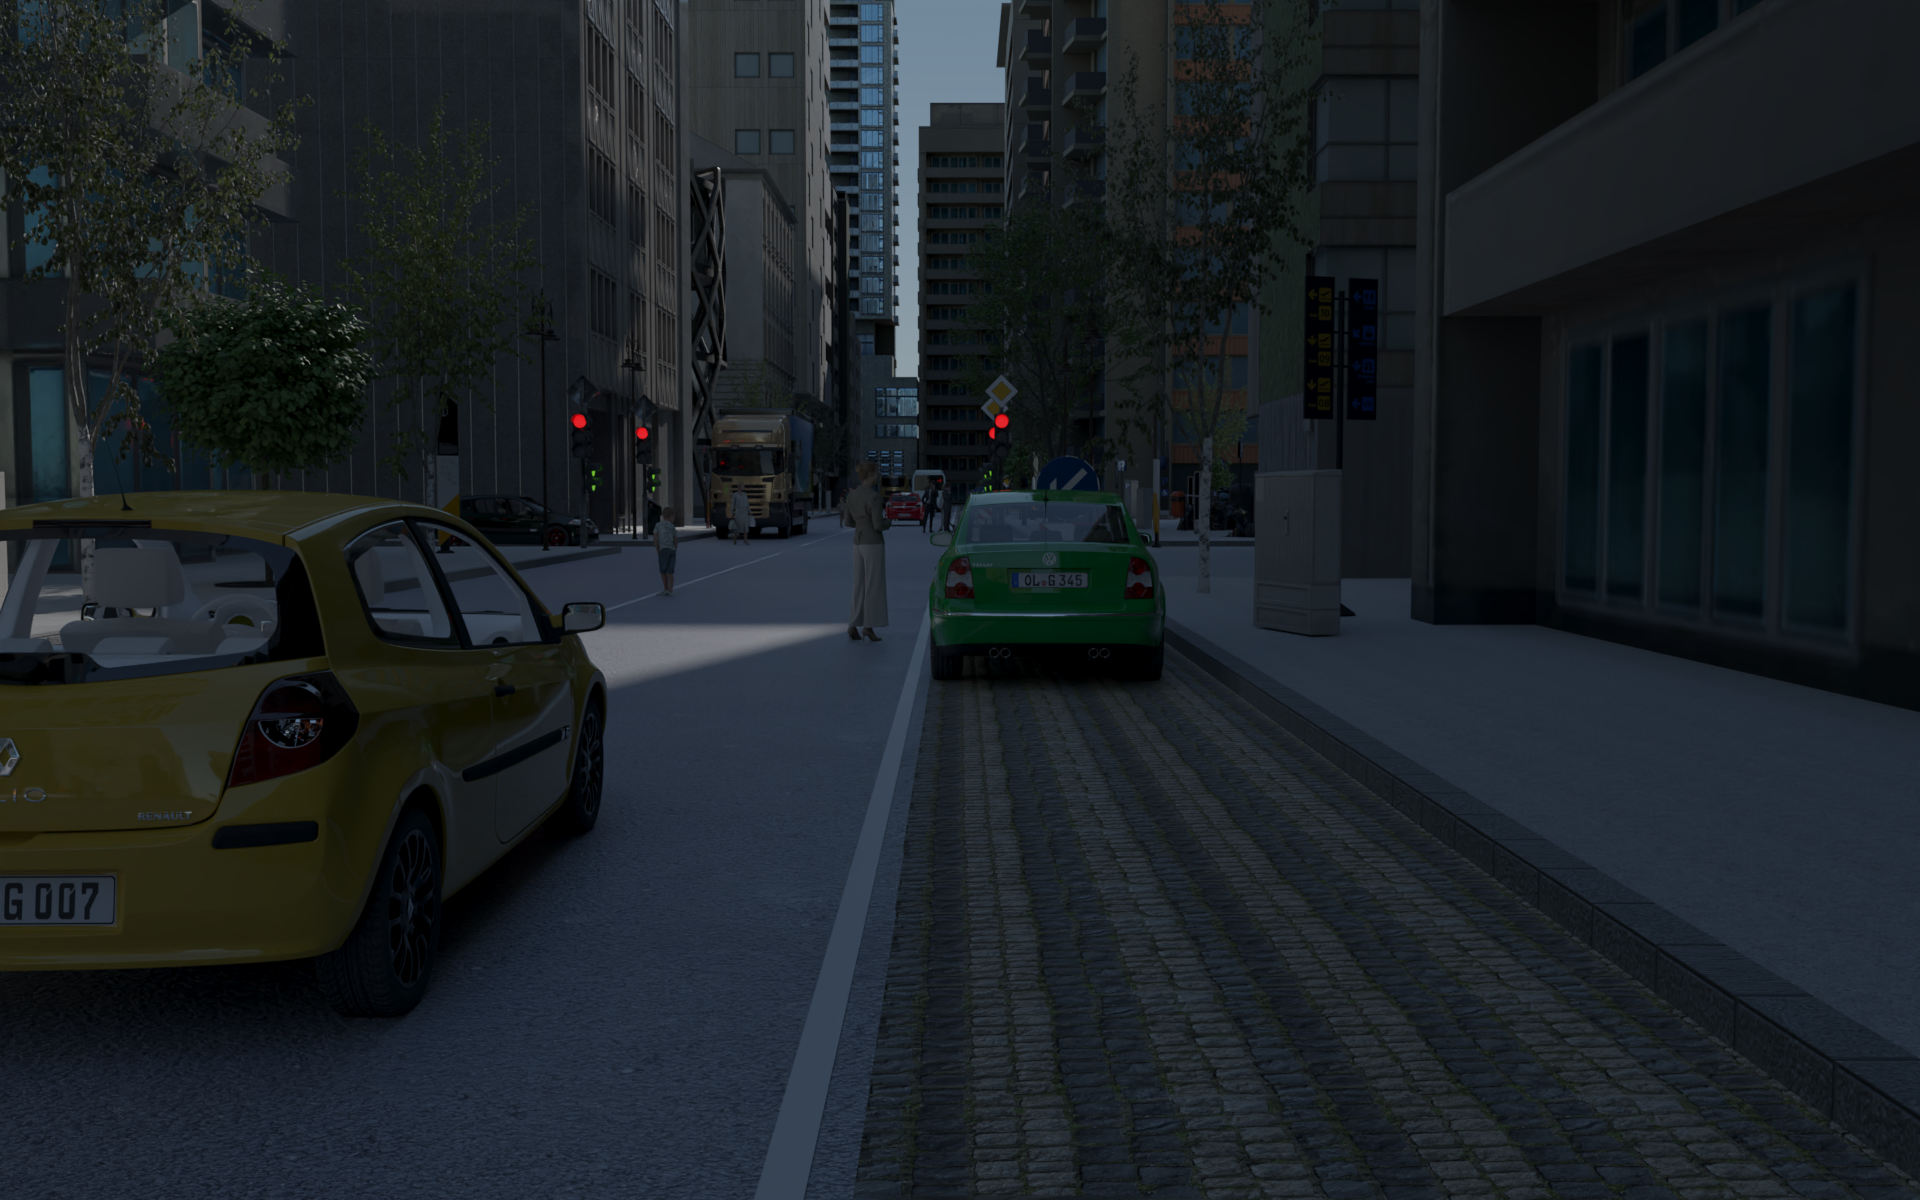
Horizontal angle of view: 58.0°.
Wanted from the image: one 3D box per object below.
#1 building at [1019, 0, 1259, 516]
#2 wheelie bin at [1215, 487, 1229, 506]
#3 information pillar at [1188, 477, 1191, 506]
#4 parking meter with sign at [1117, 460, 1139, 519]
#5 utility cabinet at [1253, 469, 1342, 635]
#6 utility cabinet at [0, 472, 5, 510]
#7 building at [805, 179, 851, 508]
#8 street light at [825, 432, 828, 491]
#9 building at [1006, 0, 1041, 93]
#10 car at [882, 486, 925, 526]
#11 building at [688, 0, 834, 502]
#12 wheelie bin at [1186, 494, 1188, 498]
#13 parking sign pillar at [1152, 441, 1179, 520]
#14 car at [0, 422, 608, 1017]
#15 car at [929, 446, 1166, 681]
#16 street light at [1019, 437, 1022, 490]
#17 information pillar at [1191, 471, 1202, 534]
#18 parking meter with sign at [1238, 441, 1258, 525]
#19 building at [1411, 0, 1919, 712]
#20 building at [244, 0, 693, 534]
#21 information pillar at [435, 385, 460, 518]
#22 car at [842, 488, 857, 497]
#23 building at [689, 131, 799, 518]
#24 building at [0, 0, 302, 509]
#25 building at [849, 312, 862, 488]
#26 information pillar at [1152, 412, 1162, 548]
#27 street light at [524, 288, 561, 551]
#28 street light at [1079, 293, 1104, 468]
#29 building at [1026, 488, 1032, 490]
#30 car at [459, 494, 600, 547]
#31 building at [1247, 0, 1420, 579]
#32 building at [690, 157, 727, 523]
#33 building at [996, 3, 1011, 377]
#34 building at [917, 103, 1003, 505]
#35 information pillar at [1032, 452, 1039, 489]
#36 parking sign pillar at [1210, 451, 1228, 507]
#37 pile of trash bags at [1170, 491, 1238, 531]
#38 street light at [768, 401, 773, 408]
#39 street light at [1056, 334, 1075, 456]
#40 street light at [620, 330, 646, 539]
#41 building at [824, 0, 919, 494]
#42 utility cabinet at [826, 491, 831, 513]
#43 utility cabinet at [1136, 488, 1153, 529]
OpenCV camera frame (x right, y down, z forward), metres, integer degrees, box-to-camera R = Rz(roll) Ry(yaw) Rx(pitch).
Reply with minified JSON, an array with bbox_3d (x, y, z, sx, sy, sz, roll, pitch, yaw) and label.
[{"bbox_3d":[14.958,-27.772,108.691,22.147,44.769,28.867,0,3,0],"label":"building"},{"bbox_3d":[11.137,-3.989,73.132,0.693,1.594,0.980,-1,4,-17],"label":"wheelie bin"},{"bbox_3d":[9.852,-4.211,73.338,0.304,2.012,0.304,-3,5,-44],"label":"information pillar"},{"bbox_3d":[8.946,-5.739,90.095,0.543,3.016,1.738,3,5,44],"label":"parking meter with sign"},{"bbox_3d":[3.106,-0.451,16.049,0.318,1.500,1.173,-1,4,-16],"label":"utility cabinet"},{"bbox_3d":[-9.634,-0.496,16.794,0.318,1.500,1.173,-1,4,-10],"label":"utility cabinet"},{"bbox_3d":[-17.478,-23.643,158.256,14.160,30.474,14.107,0,3,0],"label":"building"},{"bbox_3d":[-9.380,-9.155,122.474,0.468,5.910,1.993,0,3,0],"label":"street light"},{"bbox_3d":[15.193,-32.811,160.162,21.300,48.544,21.600,0,3,0],"label":"building"},{"bbox_3d":[-2.494,-4.278,78.982,2.155,1.783,4.494,0,4,-1],"label":"car"},{"bbox_3d":[-24.417,-33.491,136.813,28.713,52.752,27.495,0,3,0],"label":"building"},{"bbox_3d":[11.217,-4.564,82.531,0.980,1.594,0.693,2,4,25],"label":"wheelie bin"},{"bbox_3d":[10.309,-6.044,87.293,1.447,3.967,1.447,0,4,5],"label":"parking sign pillar"},{"bbox_3d":[-2.373,0.249,6.156,2.015,1.641,3.980,0,4,-1],"label":"car"},{"bbox_3d":[0.694,-0.356,14.618,1.959,1.807,4.718,0,4,1],"label":"car"},{"bbox_3d":[3.032,-6.982,86.949,0.468,5.910,1.993,0,3,0],"label":"street light"},{"bbox_3d":[7.767,-3.146,55.936,0.304,2.012,0.304,-2,4,-30],"label":"information pillar"},{"bbox_3d":[10.073,-3.726,57.175,1.738,3.016,0.543,1,4,18],"label":"parking meter with sign"},{"bbox_3d":[15.288,-23.373,5.859,21.300,48.544,21.600,0,3,0],"label":"building"},{"bbox_3d":[-16.699,-14.722,58.733,12.078,24.808,19.932,0,3,0],"label":"building"},{"bbox_3d":[-11.094,-2.820,37.465,0.504,3.616,0.183,-3,5,-43],"label":"information pillar"},{"bbox_3d":[-6.298,-6.145,109.137,2.281,1.827,5.304,0,4,-2],"label":"car"},{"bbox_3d":[-15.142,-15.428,101.406,9.793,20.994,18.267,0,3,0],"label":"building"},{"bbox_3d":[-27.990,-24.888,26.527,30.456,49.044,23.786,0,3,0],"label":"building"},{"bbox_3d":[-25.698,-20.811,185.306,28.899,21.520,27.650,0,3,0],"label":"building"},{"bbox_3d":[4.702,-3.061,41.409,0.183,3.616,0.504,1,4,15],"label":"information pillar"},{"bbox_3d":[-9.371,-4.051,39.016,0.468,5.910,1.993,0,3,0],"label":"street light"},{"bbox_3d":[3.029,-4.109,39.964,0.468,5.910,1.993,0,3,0],"label":"street light"},{"bbox_3d":[21.157,-27.237,137.206,32.217,40.220,23.993,0,3,0],"label":"building"},{"bbox_3d":[-11.463,-2.135,44.698,4.222,1.686,2.009,0,4,-1],"label":"car"},{"bbox_3d":[12.418,-21.302,31.876,14.154,41.232,14.086,0,3,0],"label":"building"},{"bbox_3d":[-19.130,-12.853,77.595,16.820,18.784,16.811,0,3,0],"label":"building"},{"bbox_3d":[18.473,-36.410,184.535,28.713,52.752,27.495,0,3,0],"label":"building"},{"bbox_3d":[5.569,-36.348,217.987,21.600,48.544,21.300,0,3,0],"label":"building"},{"bbox_3d":[3.728,-5.784,85.930,0.183,3.616,0.504,2,4,35],"label":"information pillar"},{"bbox_3d":[13.861,-6.458,94.055,1.447,3.967,1.447,-1,4,-11],"label":"parking sign pillar"},{"bbox_3d":[8.477,-3.143,61.147,1.912,1.369,3.447,3,5,39],"label":"pile of trash bags"},{"bbox_3d":[-9.371,-6.912,85.804,0.468,5.910,1.993,0,3,0],"label":"street light"},{"bbox_3d":[3.057,-4.744,50.357,0.468,5.910,1.993,0,3,0],"label":"street light"},{"bbox_3d":[-9.228,-4.659,48.961,0.468,5.910,1.993,0,3,0],"label":"street light"},{"bbox_3d":[-20.731,-55.359,217.796,31.000,86.520,22.319,0,3,0],"label":"building"},{"bbox_3d":[-8.779,-6.542,115.641,0.318,1.500,1.173,0,4,-3],"label":"utility cabinet"},{"bbox_3d":[6.794,-3.378,63.908,0.318,1.500,1.173,1,4,21],"label":"utility cabinet"}]
